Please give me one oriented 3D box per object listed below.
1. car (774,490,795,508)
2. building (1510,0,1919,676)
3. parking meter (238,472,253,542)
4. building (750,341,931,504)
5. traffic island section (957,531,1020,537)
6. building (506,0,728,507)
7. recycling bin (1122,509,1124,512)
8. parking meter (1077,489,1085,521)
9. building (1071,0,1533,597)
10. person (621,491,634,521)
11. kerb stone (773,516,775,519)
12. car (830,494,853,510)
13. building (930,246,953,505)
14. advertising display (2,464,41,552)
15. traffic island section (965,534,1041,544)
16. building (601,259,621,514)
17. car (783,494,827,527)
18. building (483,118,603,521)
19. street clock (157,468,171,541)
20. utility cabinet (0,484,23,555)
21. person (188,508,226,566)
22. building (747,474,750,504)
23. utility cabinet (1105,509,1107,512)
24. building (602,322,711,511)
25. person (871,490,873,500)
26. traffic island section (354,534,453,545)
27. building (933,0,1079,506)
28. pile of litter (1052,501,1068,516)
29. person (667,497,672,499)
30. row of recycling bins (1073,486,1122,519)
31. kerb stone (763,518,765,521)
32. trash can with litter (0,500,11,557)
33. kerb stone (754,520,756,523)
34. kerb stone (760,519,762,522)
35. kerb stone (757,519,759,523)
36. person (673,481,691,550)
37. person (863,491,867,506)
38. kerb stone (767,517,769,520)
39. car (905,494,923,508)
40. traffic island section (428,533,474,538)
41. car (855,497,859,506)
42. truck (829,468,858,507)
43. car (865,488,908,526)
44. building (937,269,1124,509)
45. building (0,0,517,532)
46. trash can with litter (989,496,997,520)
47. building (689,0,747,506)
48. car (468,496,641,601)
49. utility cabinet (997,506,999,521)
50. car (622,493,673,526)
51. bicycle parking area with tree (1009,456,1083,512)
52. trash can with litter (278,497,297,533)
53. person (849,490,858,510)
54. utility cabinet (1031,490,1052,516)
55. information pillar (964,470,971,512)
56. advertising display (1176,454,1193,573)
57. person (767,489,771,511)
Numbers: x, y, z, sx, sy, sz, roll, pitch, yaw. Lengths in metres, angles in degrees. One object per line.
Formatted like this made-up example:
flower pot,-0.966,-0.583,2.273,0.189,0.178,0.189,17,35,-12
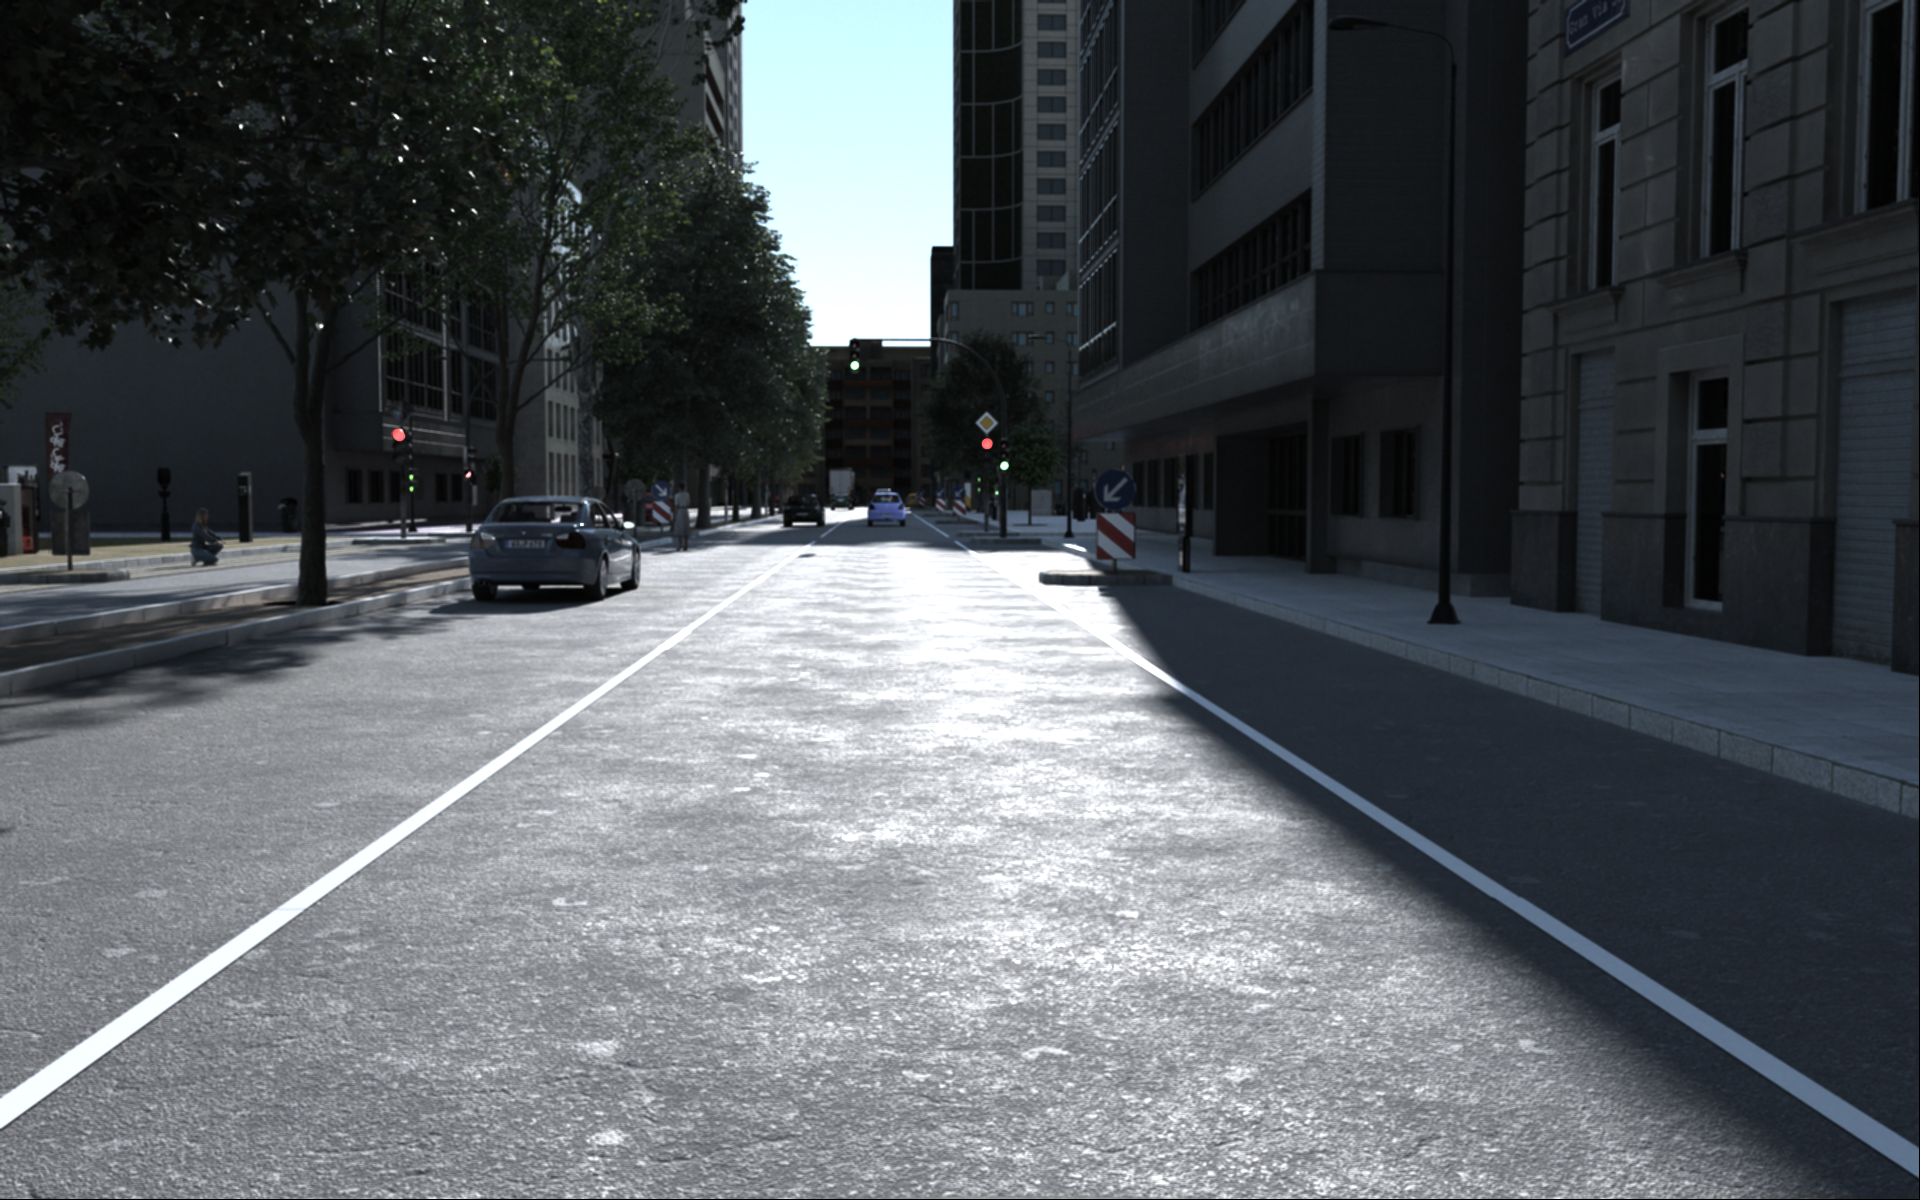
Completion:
car,-17.818,-10.316,177.337,2.281,1.827,5.304,0,4,-2
building,12.572,-12.856,7.461,12.463,27.353,25.104,0,4,-3
parking meter,-19.017,-2.469,46.081,0.255,1.863,0.399,0,4,-6
building,-12.177,-23.617,231.173,28.899,21.520,27.650,0,4,-3
traffic island section,0.927,-2.242,58.938,2.009,0.180,2.903,0,4,-3
building,-34.783,-33.502,171.452,21.300,48.544,21.600,0,4,-3
recycling bin,9.686,-5.278,98.845,0.722,1.027,0.722,2,4,33
parking meter,5.706,-4.473,81.540,0.372,1.533,0.369,0,3,0
building,10.980,-13.260,35.870,14.314,24.678,30.058,0,4,-3
person,-13.509,-3.848,70.780,0.474,1.900,0.648,2,4,28
kerb stone,-10.664,-4.602,97.433,0.120,0.150,1.000,0,4,-3
car,-10.647,-8.800,155.675,2.131,1.459,4.920,0,4,-2
building,3.488,-26.379,202.999,14.160,30.474,14.107,0,4,-3
advertising display,-20.586,-2.006,38.017,0.123,1.923,0.974,1,4,11
traffic island section,1.287,-1.754,50.961,2.009,0.180,2.903,0,4,-3
building,-29.884,-14.673,107.350,16.820,18.784,16.811,0,4,-3
car,-6.943,-4.133,77.360,2.009,1.686,4.222,0,4,-2
building,-25.366,-14.423,90.559,10.420,20.320,16.860,0,4,-3
street clock,-21.835,-2.629,47.555,0.358,2.002,0.471,-3,5,-40
utility cabinet,-20.288,-1.685,36.229,1.173,1.500,0.318,0,4,1
person,-14.956,-1.257,34.554,0.738,1.151,1.012,0,4,-5
building,-42.122,-23.533,229.805,28.899,21.520,27.650,0,4,-3
utility cabinet,7.553,-4.987,92.692,1.020,1.237,0.306,-2,4,-25
building,-36.534,-18.467,146.971,27.650,21.520,28.899,0,4,-3
person,-8.311,-9.544,164.483,0.705,1.831,1.348,0,4,-6
traffic island section,-16.137,-1.707,50.184,2.009,0.180,2.903,0,4,-3
building,7.664,-45.648,184.600,20.563,71.187,20.611,0,4,-3
pile of litter,5.695,-5.397,102.207,1.719,0.858,1.176,-1,4,-19
person,-19.231,-6.410,113.859,0.519,1.759,0.362,1,4,13
row of recycling bins,7.558,-5.017,89.146,3.534,1.692,1.069,1,4,8
kerb stone,-10.288,-4.099,89.238,0.120,0.150,1.000,0,4,-3
trash can with litter,-19.750,-1.440,34.933,1.055,1.170,0.624,0,4,-4
kerb stone,-10.017,-3.723,83.088,0.120,0.150,1.000,0,4,-3
kerb stone,-10.200,-3.975,87.183,0.120,0.150,1.000,0,4,-3
kerb stone,-10.117,-3.844,85.135,0.120,0.150,1.000,0,4,-3
person,-7.113,-2.145,44.144,0.480,1.755,0.524,-3,5,-41
person,-11.337,-12.076,205.951,0.705,1.824,1.348,-1,4,-21
kerb stone,-10.427,-4.289,92.312,0.120,0.150,1.000,0,4,-3
car,-4.788,-10.480,181.564,2.015,1.641,3.980,0,4,-3
traffic island section,-16.497,-2.195,58.161,2.009,0.180,2.903,0,4,-3
car,-13.098,-11.909,207.075,2.083,1.381,4.827,0,4,-3
truck,-13.087,-12.558,194.241,2.839,4.237,11.283,0,4,-1
car,-3.313,-4.179,77.910,1.945,1.707,3.694,0,4,-3
building,12.125,-19.360,161.582,27.650,21.520,28.899,0,4,-3
building,-27.426,-16.872,69.366,14.314,27.812,24.014,0,4,-3
trash can with litter,1.859,-4.518,85.260,0.624,1.170,1.055,2,4,28
building,-35.621,-46.421,197.236,20.611,71.187,20.563,0,4,-3
car,-5.698,-0.771,24.616,2.014,1.417,4.499,0,4,-1
utility cabinet,1.966,-4.463,81.647,0.318,1.500,1.173,1,4,11
car,-14.345,-4.318,79.642,2.155,1.783,4.494,0,4,-1
bicycle parking area with tree,6.453,-8.774,130.460,8.231,4.147,9.016,2,4,35
trash can with litter,-22.305,-2.817,57.440,0.624,1.170,1.055,-1,4,-23
person,-9.898,-9.231,159.362,0.705,1.831,1.348,-3,5,-40
utility cabinet,4.714,-5.607,100.345,1.173,1.500,0.318,0,4,0
information pillar,0.573,-8.272,126.603,0.504,3.616,0.183,-2,4,-24
advertising display,3.698,-1.425,28.516,0.123,1.923,0.974,0,4,-2
person,-15.832,-8.261,143.436,0.599,1.838,0.709,-3,5,-44
